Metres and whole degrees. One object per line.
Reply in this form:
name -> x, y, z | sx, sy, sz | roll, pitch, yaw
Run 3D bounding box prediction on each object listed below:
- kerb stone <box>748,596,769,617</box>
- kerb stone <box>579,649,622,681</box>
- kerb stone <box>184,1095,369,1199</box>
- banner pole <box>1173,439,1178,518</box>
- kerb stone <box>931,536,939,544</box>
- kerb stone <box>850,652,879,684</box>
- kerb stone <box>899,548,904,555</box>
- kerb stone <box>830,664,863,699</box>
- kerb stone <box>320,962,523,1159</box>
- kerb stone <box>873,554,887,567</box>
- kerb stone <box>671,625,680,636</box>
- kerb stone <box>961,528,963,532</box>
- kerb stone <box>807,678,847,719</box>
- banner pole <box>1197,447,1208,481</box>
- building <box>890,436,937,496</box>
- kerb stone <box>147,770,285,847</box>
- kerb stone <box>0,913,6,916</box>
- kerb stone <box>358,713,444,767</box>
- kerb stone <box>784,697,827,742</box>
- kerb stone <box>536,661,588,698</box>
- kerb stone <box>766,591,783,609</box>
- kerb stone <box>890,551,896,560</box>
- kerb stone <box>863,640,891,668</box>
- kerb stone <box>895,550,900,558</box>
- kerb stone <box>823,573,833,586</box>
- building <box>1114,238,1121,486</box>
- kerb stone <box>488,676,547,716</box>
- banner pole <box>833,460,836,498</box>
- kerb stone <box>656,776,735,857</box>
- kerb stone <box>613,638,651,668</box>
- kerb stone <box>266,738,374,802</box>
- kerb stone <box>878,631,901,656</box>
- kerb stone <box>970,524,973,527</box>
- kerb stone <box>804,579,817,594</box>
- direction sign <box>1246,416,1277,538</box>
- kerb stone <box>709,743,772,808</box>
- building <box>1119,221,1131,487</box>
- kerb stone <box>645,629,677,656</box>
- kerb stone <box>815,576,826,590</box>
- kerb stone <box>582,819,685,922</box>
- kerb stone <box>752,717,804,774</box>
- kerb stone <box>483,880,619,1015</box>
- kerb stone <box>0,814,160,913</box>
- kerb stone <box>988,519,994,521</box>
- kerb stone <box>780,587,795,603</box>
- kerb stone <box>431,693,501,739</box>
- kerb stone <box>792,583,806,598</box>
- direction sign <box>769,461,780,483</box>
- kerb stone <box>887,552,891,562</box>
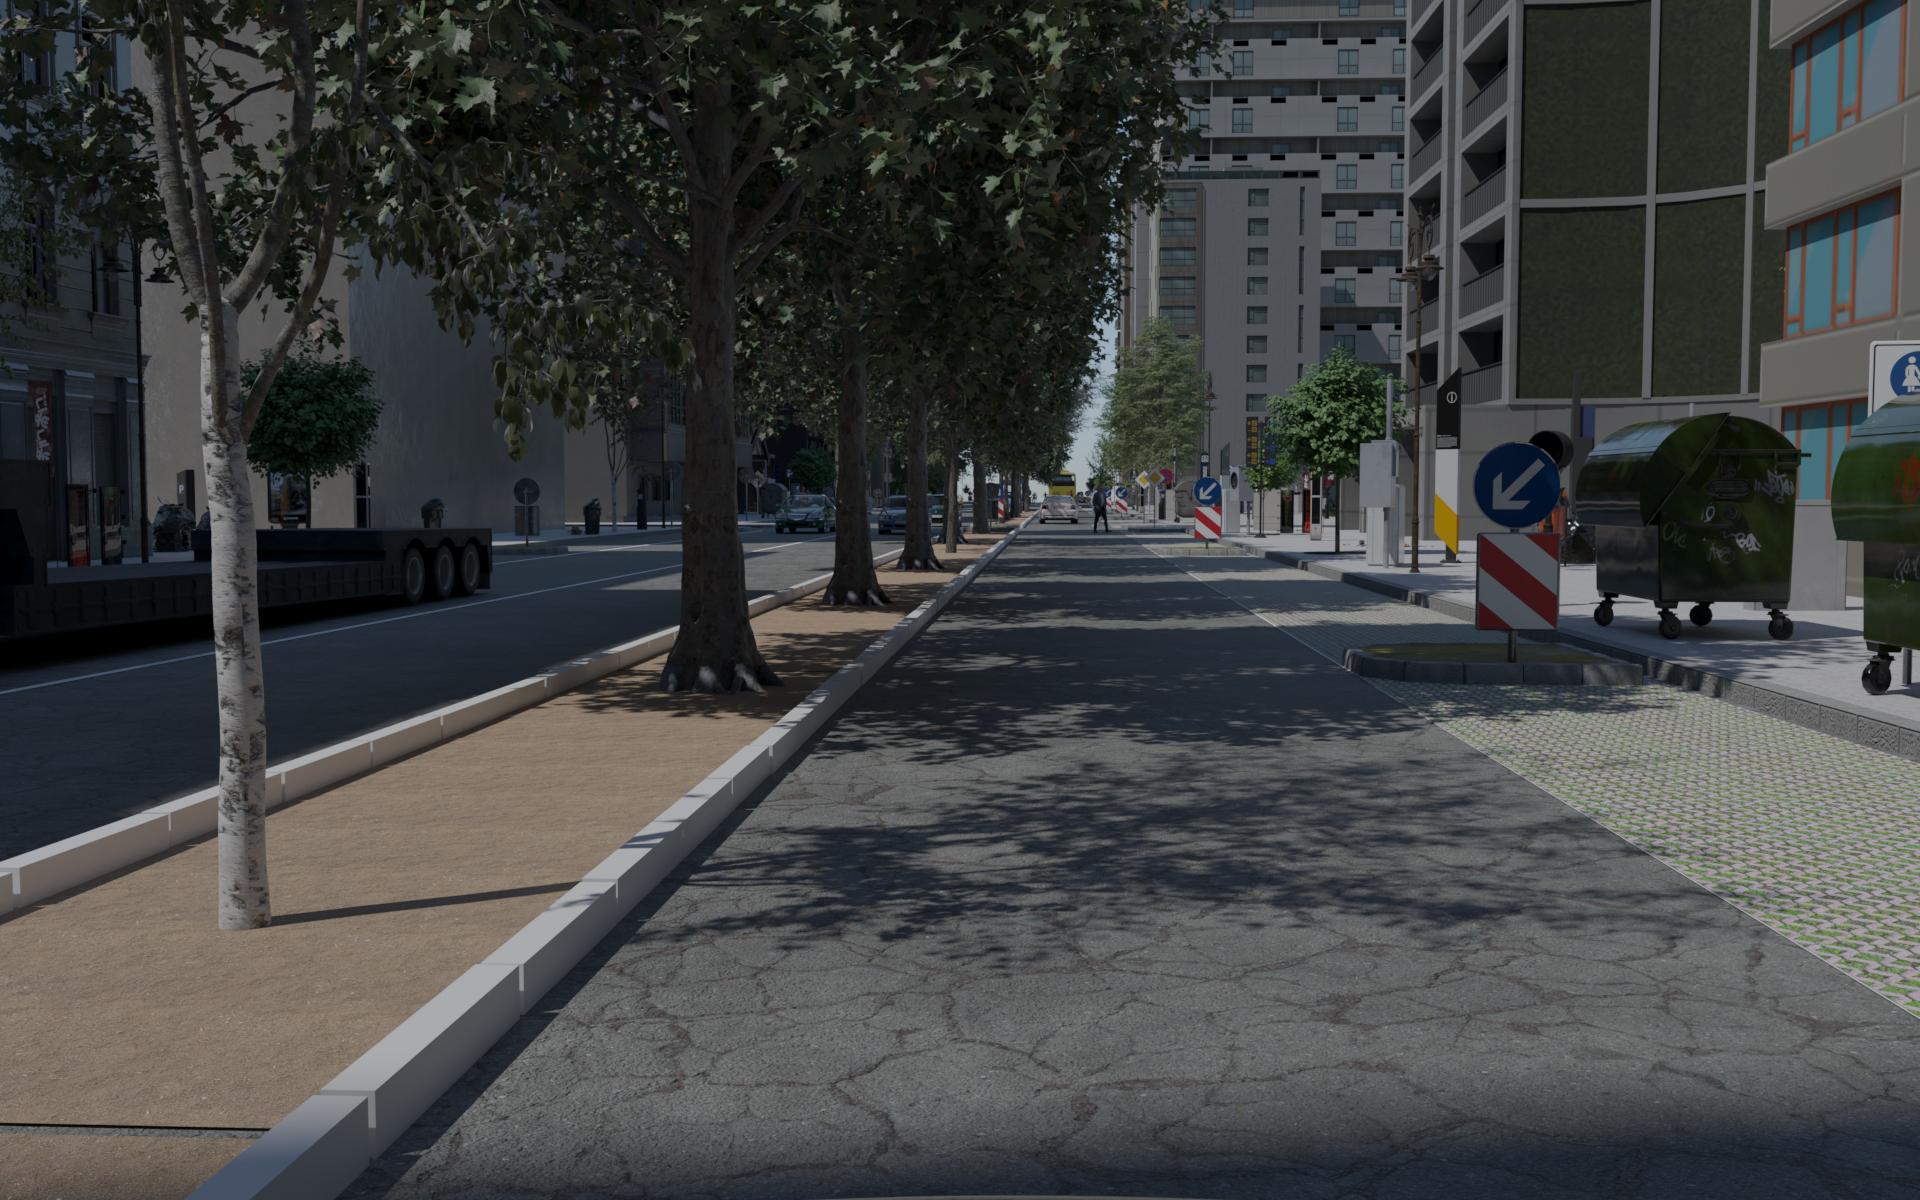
kerb stone -> -2.460, 0.086, 20.783 | 0.120, 0.150, 1.000 | 0, 4, 3
kerb stone -> -2.862, 0.525, 13.604 | 0.120, 0.150, 1.000 | 0, 4, 3
kerb stone -> -1.348, 1.162, 3.197 | 0.120, 0.150, 1.000 | 0, 4, 3
banner pole -> 9.774, -5.422, 78.670 | 0.401, 3.779, 0.863 | 0, 4, -6
kerb stone -> -0.727, -1.792, 51.499 | 0.120, 0.150, 1.000 | 0, 4, 3
kerb stone -> -0.764, 0.541, 13.440 | 0.120, 0.150, 1.000 | 0, 4, 3
kerb stone -> -1.422, -1.040, 39.203 | 0.120, 0.150, 1.000 | 0, 4, 3
kerb stone -> -0.829, 0.598, 12.419 | 0.120, 0.150, 1.000 | 0, 4, 3
kerb stone -> -1.289, 1.099, 4.228 | 0.120, 0.150, 1.000 | 0, 4, 3
kerb stone -> -1.641, -0.790, 35.106 | 0.120, 0.150, 1.000 | 0, 4, 3
kerb stone -> -2.692, 0.338, 16.676 | 0.120, 0.150, 1.000 | 0, 4, 3
kerb stone -> 0.033, -2.604, 64.808 | 0.120, 0.150, 1.000 | 0, 4, 3
kerb stone -> -0.884, 0.661, 11.394 | 0.120, 0.150, 1.000 | 0, 4, 3
banner pole -> 12.983, -6.292, 92.895 | 0.863, 3.779, 0.401 | 2, 4, 24
building -> -10.518, -37.556, 264.146 | 14.600, 45.320, 14.200 | 0, 4, 3
kerb stone -> -3.211, 0.900, 7.479 | 0.120, 0.150, 1.000 | 0, 4, 3
kerb stone -> -3.322, 1.035, 5.420 | 0.120, 0.150, 1.000 | 0, 4, 3
kerb stone -> -3.090, 0.776, 9.521 | 0.120, 0.150, 1.000 | 0, 4, 3
kerb stone -> -0.938, 0.728, 10.374 | 0.120, 0.150, 1.000 | 0, 4, 3
kerb stone -> -2.917, 0.588, 12.583 | 0.120, 0.150, 1.000 | 0, 4, 3
kerb stone -> -2.400, 0.024, 21.804 | 0.120, 0.150, 1.000 | 0, 4, 3
kerb stone -> -1.532, -0.915, 37.152 | 0.120, 0.150, 1.000 | 0, 4, 3
kerb stone -> -0.709, 0.473, 14.465 | 0.120, 0.150, 1.000 | 0, 4, 3
kerb stone -> -1.480, -0.978, 38.178 | 0.120, 0.150, 1.000 | 0, 4, 3
kerb stone -> -2.120, -0.287, 26.913 | 0.120, 0.150, 1.000 | 0, 4, 3
building -> 37.213, -38.964, 291.688 | 22.147, 44.769, 28.867 | 0, 4, 3
kerb stone -> -2.979, 0.654, 11.563 | 0.120, 0.150, 1.000 | 0, 4, 3
banner pole -> -8.529, -7.797, 117.500 | 0.401, 3.779, 0.863 | 1, 4, 15
kerb stone -> -1.115, 0.911, 7.305 | 0.120, 0.150, 1.000 | 0, 4, 3
kerb stone -> -2.804, 0.463, 14.625 | 0.120, 0.150, 1.000 | 0, 4, 3
kerb stone -> -3.148, 0.838, 8.499 | 0.120, 0.150, 1.000 | 0, 4, 3
kerb stone -> -0.653, 0.414, 15.486 | 0.120, 0.150, 1.000 | 0, 4, 3
kerb stone -> 0.640, -3.262, 75.544 | 0.120, 0.150, 1.000 | 0, 4, 3
kerb stone -> -2.223, -0.164, 24.870 | 0.120, 0.150, 1.000 | 0, 4, 3
direction sign -> 8.796, -3.585, 50.619 | 0.876, 3.537, 0.379 | 0, 4, 7
kerb stone -> -1.059, 0.848, 8.333 | 0.120, 0.150, 1.000 | 0, 4, 3
building -> 29.551, -36.181, 241.671 | 14.600, 45.320, 14.200 | 0, 4, 3
kerb stone -> -2.750, 0.400, 15.648 | 0.120, 0.150, 1.000 | 0, 4, 3
kerb stone -> -2.171, -0.226, 25.892 | 0.120, 0.150, 1.000 | 0, 4, 3
kerb stone -> -1.174, 0.973, 6.281 | 0.120, 0.150, 1.000 | 0, 4, 3
kerb stone -> -0.990, 0.787, 9.353 | 0.120, 0.150, 1.000 | 0, 4, 3
kerb stone -> -1.230, 1.043, 5.260 | 0.120, 0.150, 1.000 | 0, 4, 3
kerb stone -> -3.260, 0.963, 6.451 | 0.120, 0.150, 1.000 | 0, 4, 3
kerb stone -> 1.793, -4.514, 95.999 | 0.120, 0.150, 1.000 | 0, 4, 3
kerb stone -> -2.343, -0.039, 22.828 | 0.120, 0.150, 1.000 | 0, 4, 3
kerb stone -> -3.028, 0.714, 10.542 | 0.120, 0.150, 1.000 | 0, 4, 3
kerb stone -> -2.287, -0.101, 23.850 | 0.120, 0.150, 1.000 | 0, 4, 3
direction sign -> -12.825, -7.791, 119.378 | 0.876, 3.537, 0.379 | 0, 4, 8
kerb stone -> -1.592, -0.852, 36.127 | 0.120, 0.150, 1.000 | 0, 4, 3
